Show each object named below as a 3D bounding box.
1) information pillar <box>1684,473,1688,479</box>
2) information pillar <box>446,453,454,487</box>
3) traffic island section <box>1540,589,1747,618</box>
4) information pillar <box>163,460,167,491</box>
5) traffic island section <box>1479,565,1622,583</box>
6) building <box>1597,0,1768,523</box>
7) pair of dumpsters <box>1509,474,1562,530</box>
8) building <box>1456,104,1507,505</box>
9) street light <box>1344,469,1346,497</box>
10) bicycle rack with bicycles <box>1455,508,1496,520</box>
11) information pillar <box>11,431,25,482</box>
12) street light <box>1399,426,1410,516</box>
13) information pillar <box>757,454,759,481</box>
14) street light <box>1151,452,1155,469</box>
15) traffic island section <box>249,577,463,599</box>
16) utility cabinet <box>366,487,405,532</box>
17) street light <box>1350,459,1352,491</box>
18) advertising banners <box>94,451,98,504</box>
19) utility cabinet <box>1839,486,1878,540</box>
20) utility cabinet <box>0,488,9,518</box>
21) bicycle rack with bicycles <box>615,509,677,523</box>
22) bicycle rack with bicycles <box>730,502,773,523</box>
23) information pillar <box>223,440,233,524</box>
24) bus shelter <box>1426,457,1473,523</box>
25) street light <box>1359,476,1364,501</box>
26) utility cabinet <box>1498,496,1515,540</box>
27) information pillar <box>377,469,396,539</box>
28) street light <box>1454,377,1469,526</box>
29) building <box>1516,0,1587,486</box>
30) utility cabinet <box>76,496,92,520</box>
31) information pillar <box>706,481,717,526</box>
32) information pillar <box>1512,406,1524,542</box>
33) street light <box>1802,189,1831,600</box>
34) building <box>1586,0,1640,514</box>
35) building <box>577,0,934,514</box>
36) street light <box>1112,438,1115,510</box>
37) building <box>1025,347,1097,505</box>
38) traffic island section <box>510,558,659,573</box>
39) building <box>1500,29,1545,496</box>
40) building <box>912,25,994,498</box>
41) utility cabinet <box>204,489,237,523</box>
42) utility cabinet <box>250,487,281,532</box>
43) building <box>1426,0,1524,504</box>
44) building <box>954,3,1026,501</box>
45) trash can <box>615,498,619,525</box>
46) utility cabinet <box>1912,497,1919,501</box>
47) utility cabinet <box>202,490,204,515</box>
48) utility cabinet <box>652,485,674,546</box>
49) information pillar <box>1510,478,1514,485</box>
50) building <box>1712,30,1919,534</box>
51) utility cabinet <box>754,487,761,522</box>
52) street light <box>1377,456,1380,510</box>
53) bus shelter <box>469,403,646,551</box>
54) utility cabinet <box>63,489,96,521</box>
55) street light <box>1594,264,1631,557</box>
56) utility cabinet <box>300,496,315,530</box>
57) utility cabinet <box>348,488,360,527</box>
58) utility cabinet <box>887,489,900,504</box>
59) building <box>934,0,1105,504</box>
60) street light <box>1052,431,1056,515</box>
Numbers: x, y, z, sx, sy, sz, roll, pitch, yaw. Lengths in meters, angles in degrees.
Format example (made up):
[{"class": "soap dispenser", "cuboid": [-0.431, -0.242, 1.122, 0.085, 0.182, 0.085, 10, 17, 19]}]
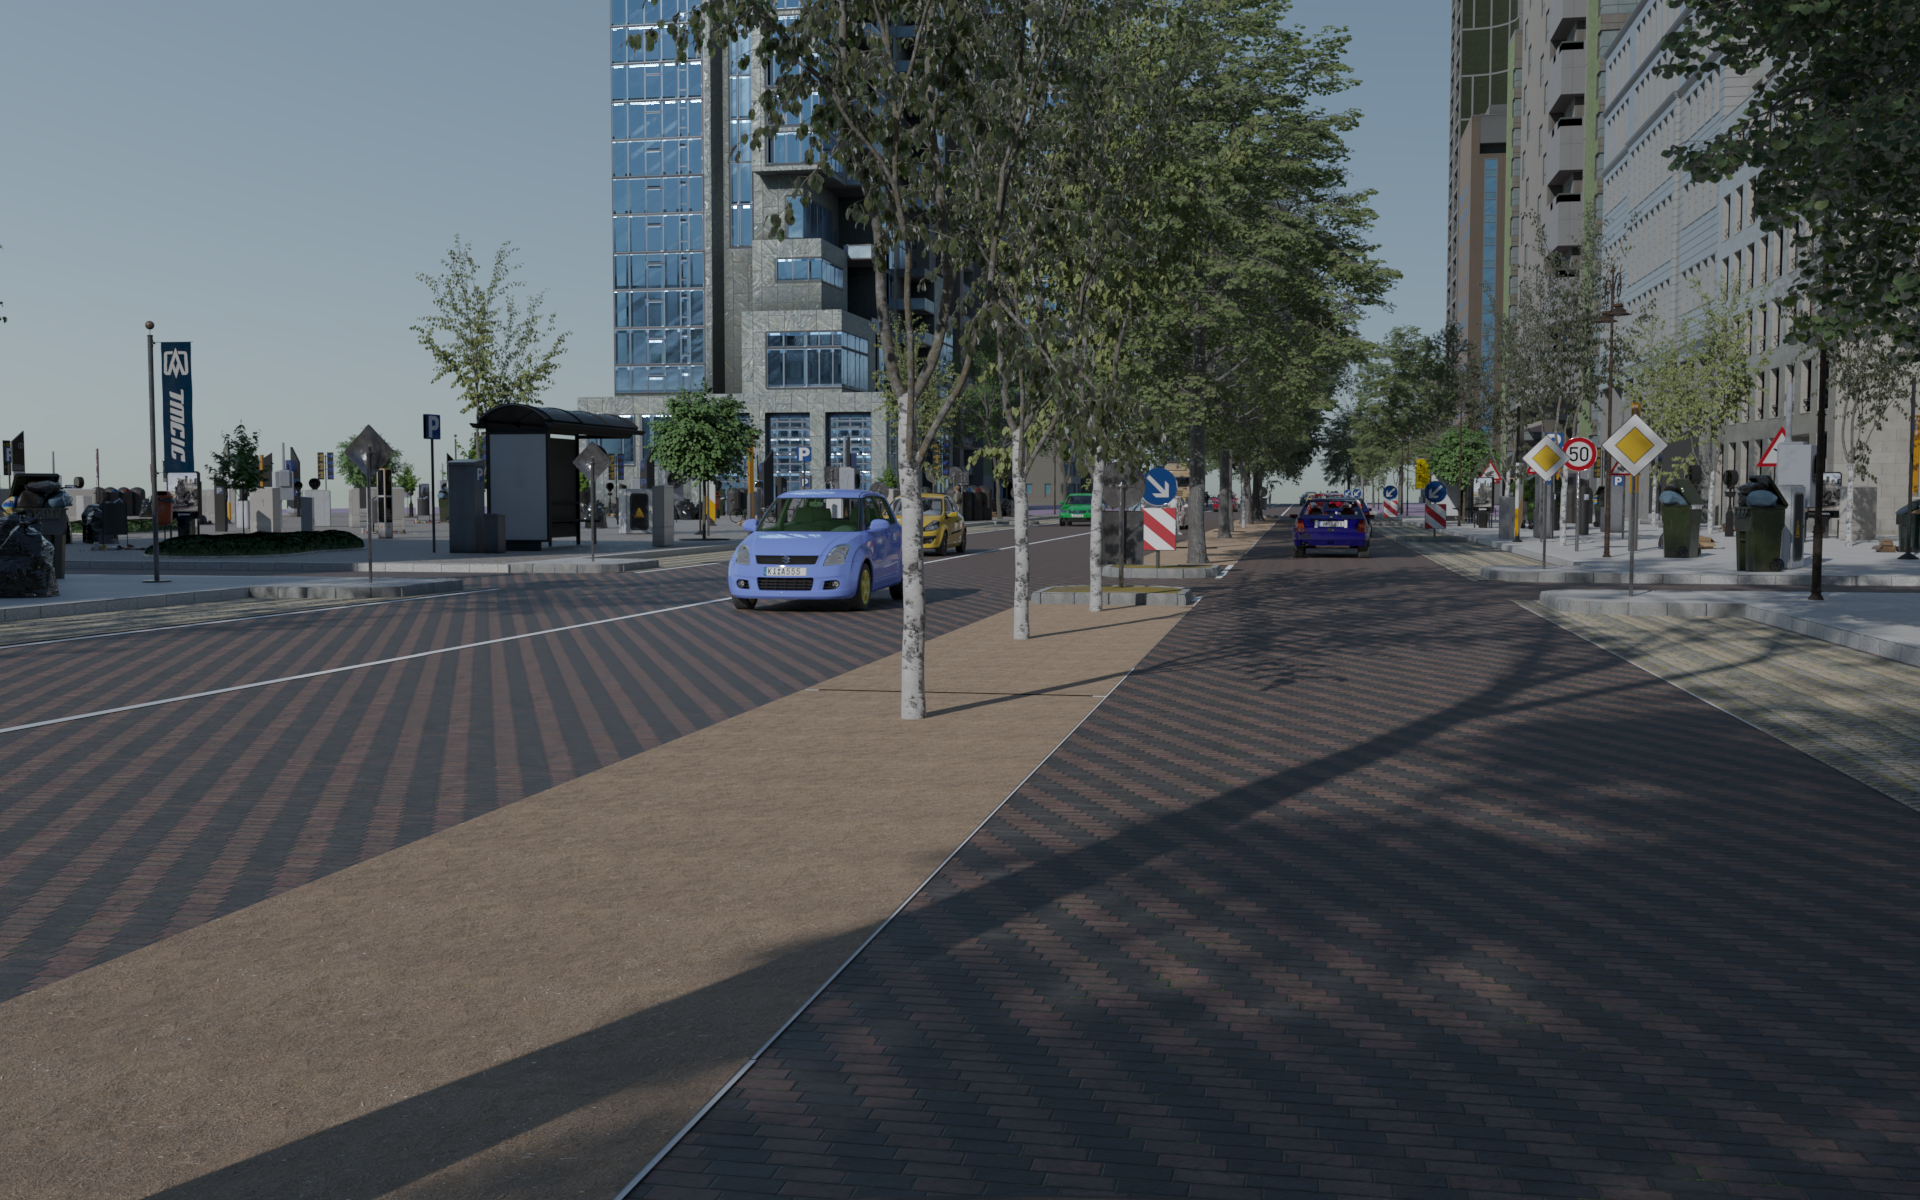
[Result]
[{"class": "information pillar", "cuboid": [25.735, -3.461, 61.077, 0.304, 2.012, 0.304, 0, 4, -4]}, {"class": "information pillar", "cuboid": [-28.897, -6.540, 98.278, 0.183, 3.616, 0.504, 3, 5, 39]}, {"class": "traffic island section", "cuboid": [8.420, 0.036, 21.689, 2.009, 0.180, 2.903, 1, 4, 11]}, {"class": "information pillar", "cuboid": [-54.418, -7.792, 118.757, 0.504, 3.616, 0.183, 1, 4, 16]}, {"class": "traffic island section", "cuboid": [9.973, -0.443, 29.522, 2.009, 0.180, 2.903, 1, 4, 11]}, {"class": "building", "cuboid": [39.570, -18.795, 84.789, 11.434, 29.767, 29.804, 1, 4, 11]}, {"class": "pair of dumpsters", "cuboid": [21.336, -3.771, 64.146, 1.574, 2.255, 4.437, 1, 4, 11]}, {"class": "building", "cuboid": [64.998, -33.586, 199.239, 14.600, 45.320, 14.200, 1, 4, 11]}, {"class": "street light", "cuboid": [57.521, -17.509, 259.062, 0.468, 5.910, 1.993, 1, 4, 11]}, {"class": "bicycle rack with bicycles", "cuboid": [25.402, -4.495, 86.879, 2.925, 0.926, 2.852, -1, 4, -11]}, {"class": "information pillar", "cuboid": [-34.677, -4.433, 63.832, 0.183, 3.616, 0.504, 2, 4, 29]}, {"class": "street light", "cuboid": [27.857, -8.338, 109.112, 0.468, 5.910, 1.993, 1, 4, 11]}, {"class": "information pillar", "cuboid": [-11.915, -6.773, 102.085, 0.183, 3.616, 0.504, -1, 4, -9]}, {"class": "street light", "cuboid": [19.562, -12.472, 176.712, 0.468, 5.910, 1.993, 1, 4, 11]}, {"class": "traffic island section", "cuboid": [-8.541, -0.169, 25.044, 2.009, 0.180, 2.903, 1, 4, 11]}, {"class": "utility cabinet", "cuboid": [-19.279, -3.025, 58.143, 1.173, 1.500, 0.318, -2, 4, -30]}, {"class": "street light", "cuboid": [50.891, -15.441, 225.239, 0.468, 5.910, 1.993, 1, 4, 11]}, {"class": "advertising banners", "cuboid": [-34.270, -4.435, 68.698, 0.090, 3.025, 2.074, -2, 4, -29]}, {"class": "utility cabinet", "cuboid": [24.929, -2.408, 48.054, 1.173, 1.500, 0.318, -2, 4, -27]}, {"class": "utility cabinet", "cuboid": [-36.134, -3.488, 65.703, 1.173, 1.500, 0.318, -3, 5, -41]}, {"class": "bicycle rack with bicycles", "cuboid": [-14.024, -3.942, 77.827, 2.925, 0.926, 2.852, -1, 4, -22]}, {"class": "bicycle rack with bicycles", "cuboid": [-8.742, -3.869, 76.642, 2.925, 0.926, 2.852, 0, 4, 0]}, {"class": "information pillar", "cuboid": [-31.720, -5.114, 74.975, 0.504, 3.616, 0.183, 3, 5, 43]}, {"class": "bus shelter", "cuboid": [22.582, -5.239, 79.573, 2.014, 3.302, 5.546, 1, 4, 11]}, {"class": "street light", "cuboid": [44.123, -13.348, 191.031, 0.468, 5.910, 1.993, 1, 4, 11]}, {"class": "utility cabinet", "cuboid": [15.542, -2.327, 49.203, 0.306, 1.237, 1.020, 2, 4, 26]}, {"class": "information pillar", "cuboid": [-16.573, -2.778, 49.914, 0.304, 2.012, 0.304, 2, 4, 26]}, {"class": "street light", "cuboid": [19.842, -5.864, 68.662, 0.468, 5.910, 1.993, 1, 4, 11]}, {"class": "building", "cuboid": [58.544, -33.258, 133.013, 28.713, 52.752, 27.495, 1, 4, 11]}, {"class": "utility cabinet", "cuboid": [-32.723, -3.276, 64.722, 0.306, 1.237, 1.020, -3, 5, -41]}, {"class": "information pillar", "cuboid": [-10.077, -4.798, 69.806, 0.504, 3.616, 0.183, 1, 4, 11]}, {"class": "information pillar", "cuboid": [14.933, -3.356, 46.224, 0.183, 3.616, 0.504, 2, 4, 32]}, {"class": "street light", "cuboid": [10.378, -2.938, 20.818, 0.468, 5.910, 1.993, 1, 4, 11]}, {"class": "building", "cuboid": [48.204, -26.329, 114.072, 14.154, 41.232, 14.086, 1, 4, 11]}, {"class": "building", "cuboid": [-12.589, -49.649, 124.437, 22.319, 86.520, 31.000, 1, 4, 11]}, {"class": "street light", "cuboid": [12.579, -10.355, 142.096, 0.468, 5.910, 1.993, 1, 4, 11]}, {"class": "building", "cuboid": [2.255, -22.859, 218.777, 27.650, 21.520, 28.899, 1, 4, 11]}, {"class": "traffic island section", "cuboid": [-6.988, -0.648, 32.877, 2.009, 0.180, 2.903, 1, 4, 11]}, {"class": "building", "cuboid": [55.823, -28.838, 155.096, 14.154, 41.232, 14.086, 1, 4, 11]}, {"class": "building", "cuboid": [-5.219, -28.368, 147.405, 14.154, 41.232, 14.086, 1, 4, 11]}, {"class": "utility cabinet", "cuboid": [-32.500, -4.132, 76.232, 1.173, 1.500, 0.318, -1, 4, -10]}, {"class": "utility cabinet", "cuboid": [-22.096, -2.837, 55.056, 1.173, 1.500, 0.318, 2, 4, 33]}, {"class": "building", "cuboid": [69.744, -47.528, 215.336, 20.563, 71.187, 20.611, 1, 4, 11]}, {"class": "building", "cuboid": [-1.851, -31.247, 161.005, 14.600, 45.320, 14.200, 1, 4, 11]}, {"class": "trash can", "cuboid": [-13.377, -3.508, 69.008, 0.748, 1.137, 0.748, 0, 3, 0]}, {"class": "utility cabinet", "cuboid": [22.074, -1.709, 39.100, 1.020, 1.237, 0.306, 3, 5, 45]}, {"class": "utility cabinet", "cuboid": [-37.193, -4.759, 86.486, 1.173, 1.500, 0.318, -1, 4, -18]}, {"class": "utility cabinet", "cuboid": [-7.327, -2.079, 42.672, 0.318, 1.500, 1.173, 0, 4, 2]}, {"class": "information pillar", "cuboid": [25.253, -4.556, 78.987, 0.304, 2.012, 0.304, -2, 4, -28]}, {"class": "building", "cuboid": [34.489, -12.661, 61.763, 10.420, 20.320, 16.860, 1, 4, 11]}, {"class": "utility cabinet", "cuboid": [-6.520, -2.841, 55.132, 0.318, 1.500, 1.173, 0, 3, 0]}, {"class": "street light", "cuboid": [34.525, -10.391, 142.678, 0.468, 5.910, 1.993, 1, 4, 11]}, {"class": "bus shelter", "cuboid": [-9.451, -2.898, 41.305, 2.014, 3.302, 5.546, 1, 4, 11]}, {"class": "utility cabinet", "cuboid": [-35.593, -3.754, 70.052, 1.173, 1.500, 0.318, -1, 4, -19]}, {"class": "street light", "cuboid": [13.116, -3.802, 34.948, 0.468, 5.910, 1.993, 1, 4, 11]}, {"class": "utility cabinet", "cuboid": [-17.180, -2.109, 45.645, 0.306, 1.237, 1.020, -1, 4, -17]}, {"class": "utility cabinet", "cuboid": [-23.424, -3.563, 66.936, 0.318, 1.500, 1.173, -2, 4, -25]}, {"class": "utility cabinet", "cuboid": [-2.759, -3.886, 72.220, 0.318, 1.500, 1.173, 1, 4, 13]}, {"class": "building", "cuboid": [10.851, -57.070, 245.766, 22.319, 86.520, 31.000, 1, 4, 11]}, {"class": "street light", "cuboid": [5.953, -8.299, 108.477, 0.468, 5.910, 1.993, 1, 4, 11]}]
